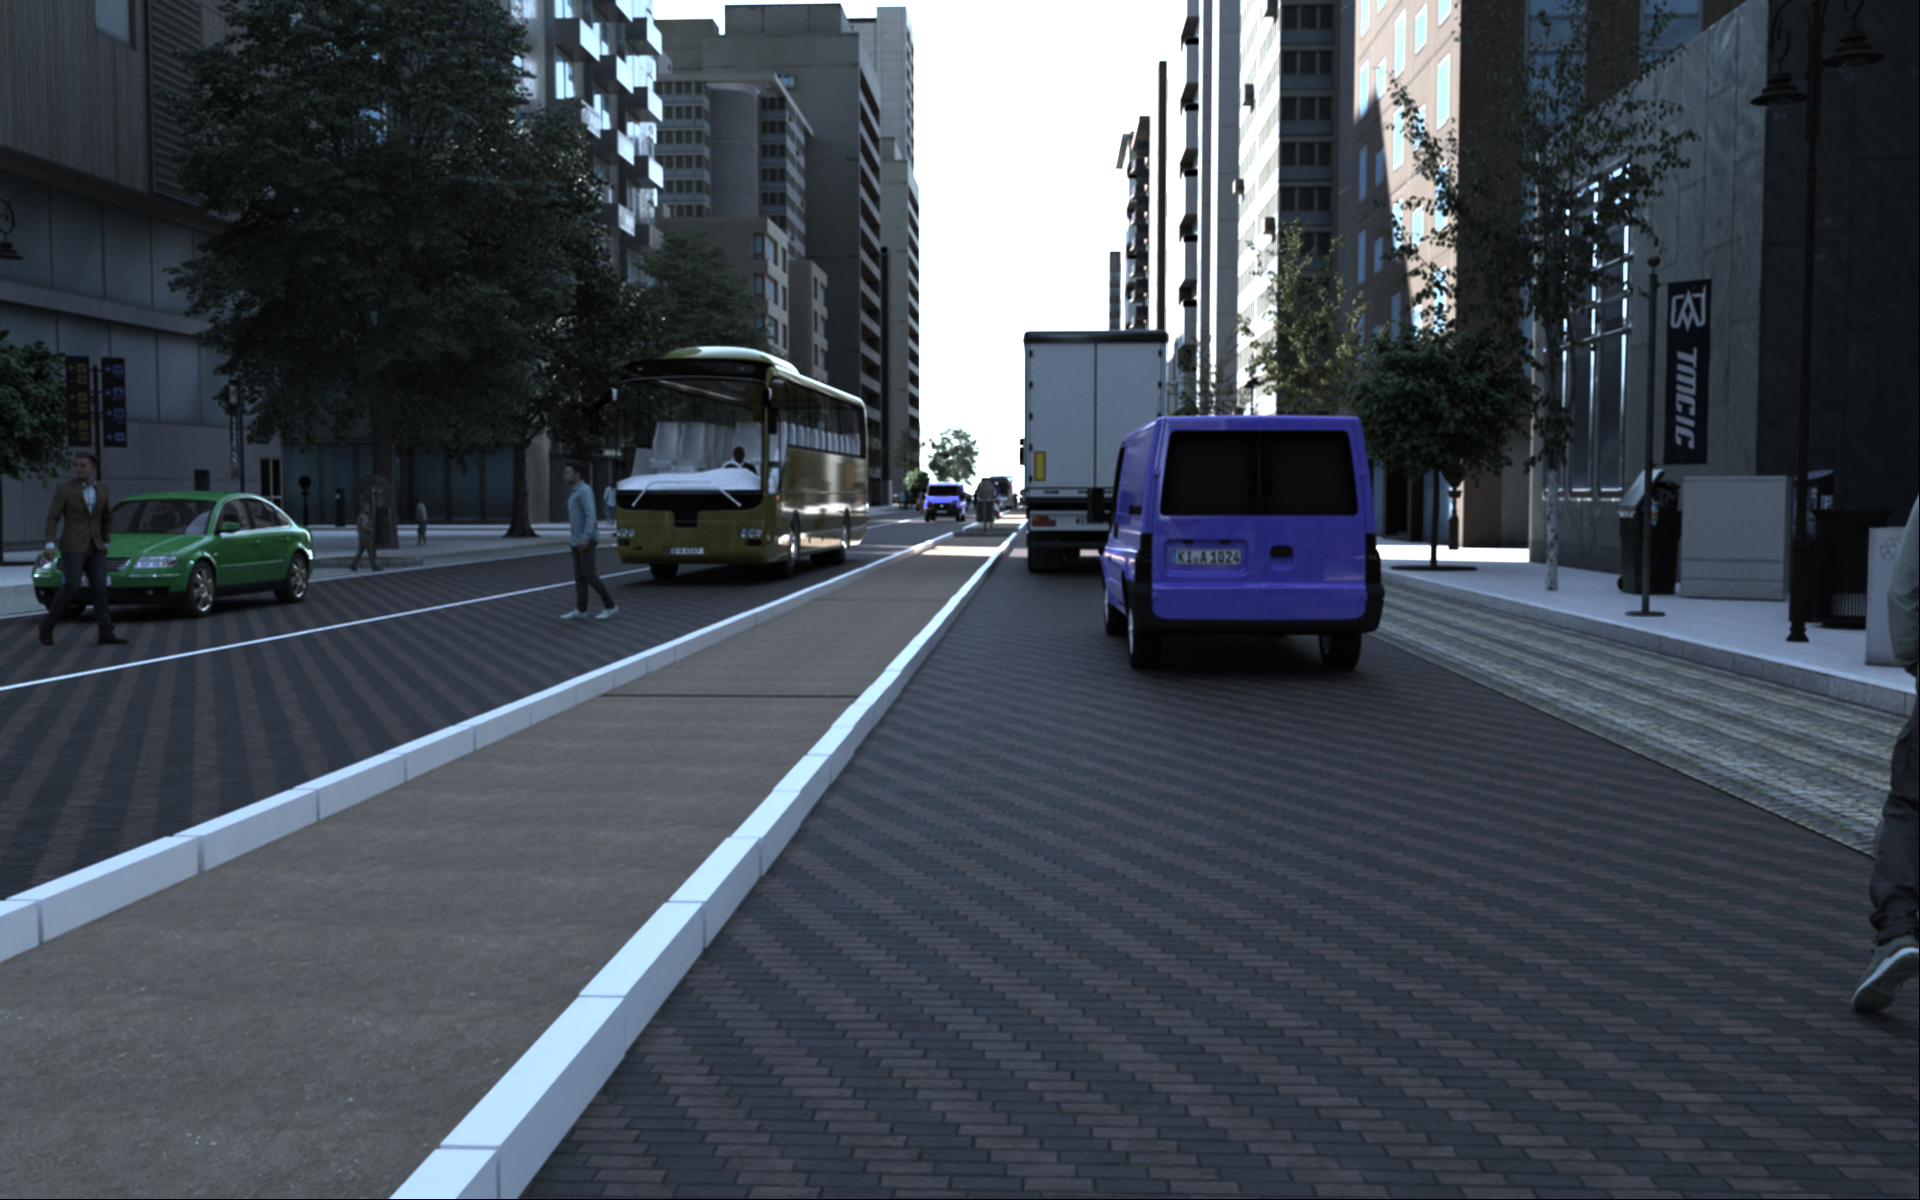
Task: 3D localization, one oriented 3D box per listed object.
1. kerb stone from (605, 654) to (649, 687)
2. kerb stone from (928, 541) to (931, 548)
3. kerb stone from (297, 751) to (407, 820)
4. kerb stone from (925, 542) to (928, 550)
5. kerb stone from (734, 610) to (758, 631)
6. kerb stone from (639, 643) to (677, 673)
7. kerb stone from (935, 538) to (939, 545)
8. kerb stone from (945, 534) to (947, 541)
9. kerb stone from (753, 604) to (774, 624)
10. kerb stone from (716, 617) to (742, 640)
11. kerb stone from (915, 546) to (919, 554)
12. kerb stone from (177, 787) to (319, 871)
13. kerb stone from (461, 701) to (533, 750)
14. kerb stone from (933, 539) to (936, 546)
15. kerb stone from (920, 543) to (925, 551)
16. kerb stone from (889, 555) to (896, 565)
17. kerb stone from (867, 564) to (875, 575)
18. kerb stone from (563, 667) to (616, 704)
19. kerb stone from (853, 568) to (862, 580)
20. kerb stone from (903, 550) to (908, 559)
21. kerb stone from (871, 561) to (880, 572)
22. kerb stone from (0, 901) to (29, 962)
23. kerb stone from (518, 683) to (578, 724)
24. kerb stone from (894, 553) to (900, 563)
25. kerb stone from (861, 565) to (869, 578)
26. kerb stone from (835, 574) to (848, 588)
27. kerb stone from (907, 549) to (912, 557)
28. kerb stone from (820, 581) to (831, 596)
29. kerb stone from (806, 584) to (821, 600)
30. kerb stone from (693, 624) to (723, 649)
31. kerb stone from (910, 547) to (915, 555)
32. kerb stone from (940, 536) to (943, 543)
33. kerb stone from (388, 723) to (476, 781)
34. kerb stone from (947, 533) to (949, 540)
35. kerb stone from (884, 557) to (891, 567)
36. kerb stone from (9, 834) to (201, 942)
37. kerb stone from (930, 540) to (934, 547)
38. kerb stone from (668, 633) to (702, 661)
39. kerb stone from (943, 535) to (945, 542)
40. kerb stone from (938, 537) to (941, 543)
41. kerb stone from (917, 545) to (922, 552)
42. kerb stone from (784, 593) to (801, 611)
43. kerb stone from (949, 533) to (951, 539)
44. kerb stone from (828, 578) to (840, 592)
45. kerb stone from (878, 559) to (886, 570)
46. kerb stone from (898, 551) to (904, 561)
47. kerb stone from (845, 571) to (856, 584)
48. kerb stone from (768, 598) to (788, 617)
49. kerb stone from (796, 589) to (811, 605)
[{"bbox_3d":[-2.564,0.551,13.181,0.120,0.150,1.000,0,4,3],"label":"kerb stone"},{"bbox_3d":[-0.918,-1.390,44.926,0.120,0.150,1.000,0,4,3],"label":"kerb stone"},{"bbox_3d":[-2.828,0.865,8.055,0.120,0.150,1.000,0,4,3],"label":"kerb stone"},{"bbox_3d":[-0.969,-1.327,43.896,0.120,0.150,1.000,0,4,3],"label":"kerb stone"},{"bbox_3d":[-2.304,0.239,18.295,0.120,0.150,1.000,0,4,3],"label":"kerb stone"},{"bbox_3d":[-2.508,0.489,14.205,0.120,0.150,1.000,0,4,3],"label":"kerb stone"},{"bbox_3d":[-0.753,-1.577,47.997,0.120,0.150,1.000,0,4,3],"label":"kerb stone"},{"bbox_3d":[-0.545,-1.829,52.105,0.120,0.150,1.000,0,4,3],"label":"kerb stone"},{"bbox_3d":[-2.242,0.176,19.322,0.120,0.150,1.000,0,4,3],"label":"kerb stone"},{"bbox_3d":[-2.354,0.301,17.274,0.120,0.150,1.000,0,4,3],"label":"kerb stone"},{"bbox_3d":[-1.124,-1.139,40.826,0.120,0.150,1.000,0,4,3],"label":"kerb stone"},{"bbox_3d":[-2.881,0.930,7.029,0.120,0.150,1.000,0,4,3],"label":"kerb stone"},{"bbox_3d":[-2.721,0.739,10.117,0.120,0.150,1.000,0,4,3],"label":"kerb stone"},{"bbox_3d":[-0.815,-1.513,46.973,0.120,0.150,1.000,0,4,3],"label":"kerb stone"},{"bbox_3d":[-1.024,-1.264,42.872,0.120,0.150,1.000,0,4,3],"label":"kerb stone"},{"bbox_3d":[-1.444,-0.764,34.682,0.120,0.150,1.000,0,4,3],"label":"kerb stone"},{"bbox_3d":[-1.656,-0.502,30.584,0.120,0.150,1.000,0,4,3],"label":"kerb stone"},{"bbox_3d":[-2.620,0.614,12.161,0.120,0.150,1.000,0,4,3],"label":"kerb stone"},{"bbox_3d":[-1.764,-0.388,28.540,0.120,0.150,1.000,0,4,3],"label":"kerb stone"},{"bbox_3d":[-1.291,-0.951,37.748,0.120,0.150,1.000,0,4,3],"label":"kerb stone"},{"bbox_3d":[-1.609,-0.574,31.609,0.120,0.150,1.000,0,4,3],"label":"kerb stone"},{"bbox_3d":[-2.992,1.054,4.964,0.120,0.150,1.000,0,4,3],"label":"kerb stone"},{"bbox_3d":[-2.671,0.678,11.140,0.120,0.150,1.000,0,4,3],"label":"kerb stone"},{"bbox_3d":[-1.394,-0.823,35.703,0.120,0.150,1.000,0,4,3],"label":"kerb stone"},{"bbox_3d":[-1.711,-0.450,29.561,0.120,0.150,1.000,0,4,3],"label":"kerb stone"},{"bbox_3d":[-1.871,-0.263,26.489,0.120,0.150,1.000,0,4,3],"label":"kerb stone"},{"bbox_3d":[-1.234,-1.014,38.776,0.120,0.150,1.000,0,4,3],"label":"kerb stone"},{"bbox_3d":[-1.975,-0.137,24.442,0.120,0.150,1.000,0,4,3],"label":"kerb stone"},{"bbox_3d":[-2.037,-0.075,23.421,0.120,0.150,1.000,0,4,3],"label":"kerb stone"},{"bbox_3d":[-2.406,0.364,16.249,0.120,0.150,1.000,0,4,3],"label":"kerb stone"},{"bbox_3d":[-1.182,-1.077,39.805,0.120,0.150,1.000,0,4,3],"label":"kerb stone"},{"bbox_3d":[-0.647,-1.703,50.047,0.120,0.150,1.000,0,4,3],"label":"kerb stone"},{"bbox_3d":[-2.777,0.802,9.086,0.120,0.150,1.000,0,4,3],"label":"kerb stone"},{"bbox_3d":[-0.492,-1.892,53.130,0.120,0.150,1.000,0,4,3],"label":"kerb stone"},{"bbox_3d":[-1.506,-0.701,33.658,0.120,0.150,1.000,0,4,3],"label":"kerb stone"},{"bbox_3d":[-2.942,0.993,5.994,0.120,0.150,1.000,0,4,3],"label":"kerb stone"},{"bbox_3d":[-0.859,-1.452,45.947,0.120,0.150,1.000,0,4,3],"label":"kerb stone"},{"bbox_3d":[-2.451,0.426,15.226,0.120,0.150,1.000,0,4,3],"label":"kerb stone"},{"bbox_3d":[-0.592,-1.766,51.069,0.120,0.150,1.000,0,4,3],"label":"kerb stone"},{"bbox_3d":[-0.705,-1.641,49.018,0.120,0.150,1.000,0,4,3],"label":"kerb stone"},{"bbox_3d":[-1.078,-1.200,41.851,0.120,0.150,1.000,0,4,3],"label":"kerb stone"},{"bbox_3d":[-2.130,0.051,21.365,0.120,0.150,1.000,0,4,3],"label":"kerb stone"},{"bbox_3d":[-0.434,-1.953,54.150,0.120,0.150,1.000,0,4,3],"label":"kerb stone"},{"bbox_3d":[-1.922,-0.194,25.463,0.120,0.150,1.000,0,4,3],"label":"kerb stone"},{"bbox_3d":[-1.552,-0.638,32.629,0.120,0.150,1.000,0,4,3],"label":"kerb stone"},{"bbox_3d":[-1.338,-0.889,36.727,0.120,0.150,1.000,0,4,3],"label":"kerb stone"},{"bbox_3d":[-1.816,-0.325,27.511,0.120,0.150,1.000,0,4,3],"label":"kerb stone"},{"bbox_3d":[-2.185,0.114,20.344,0.120,0.150,1.000,0,4,3],"label":"kerb stone"},{"bbox_3d":[-2.086,-0.012,22.397,0.120,0.150,1.000,0,4,3],"label":"kerb stone"}]
